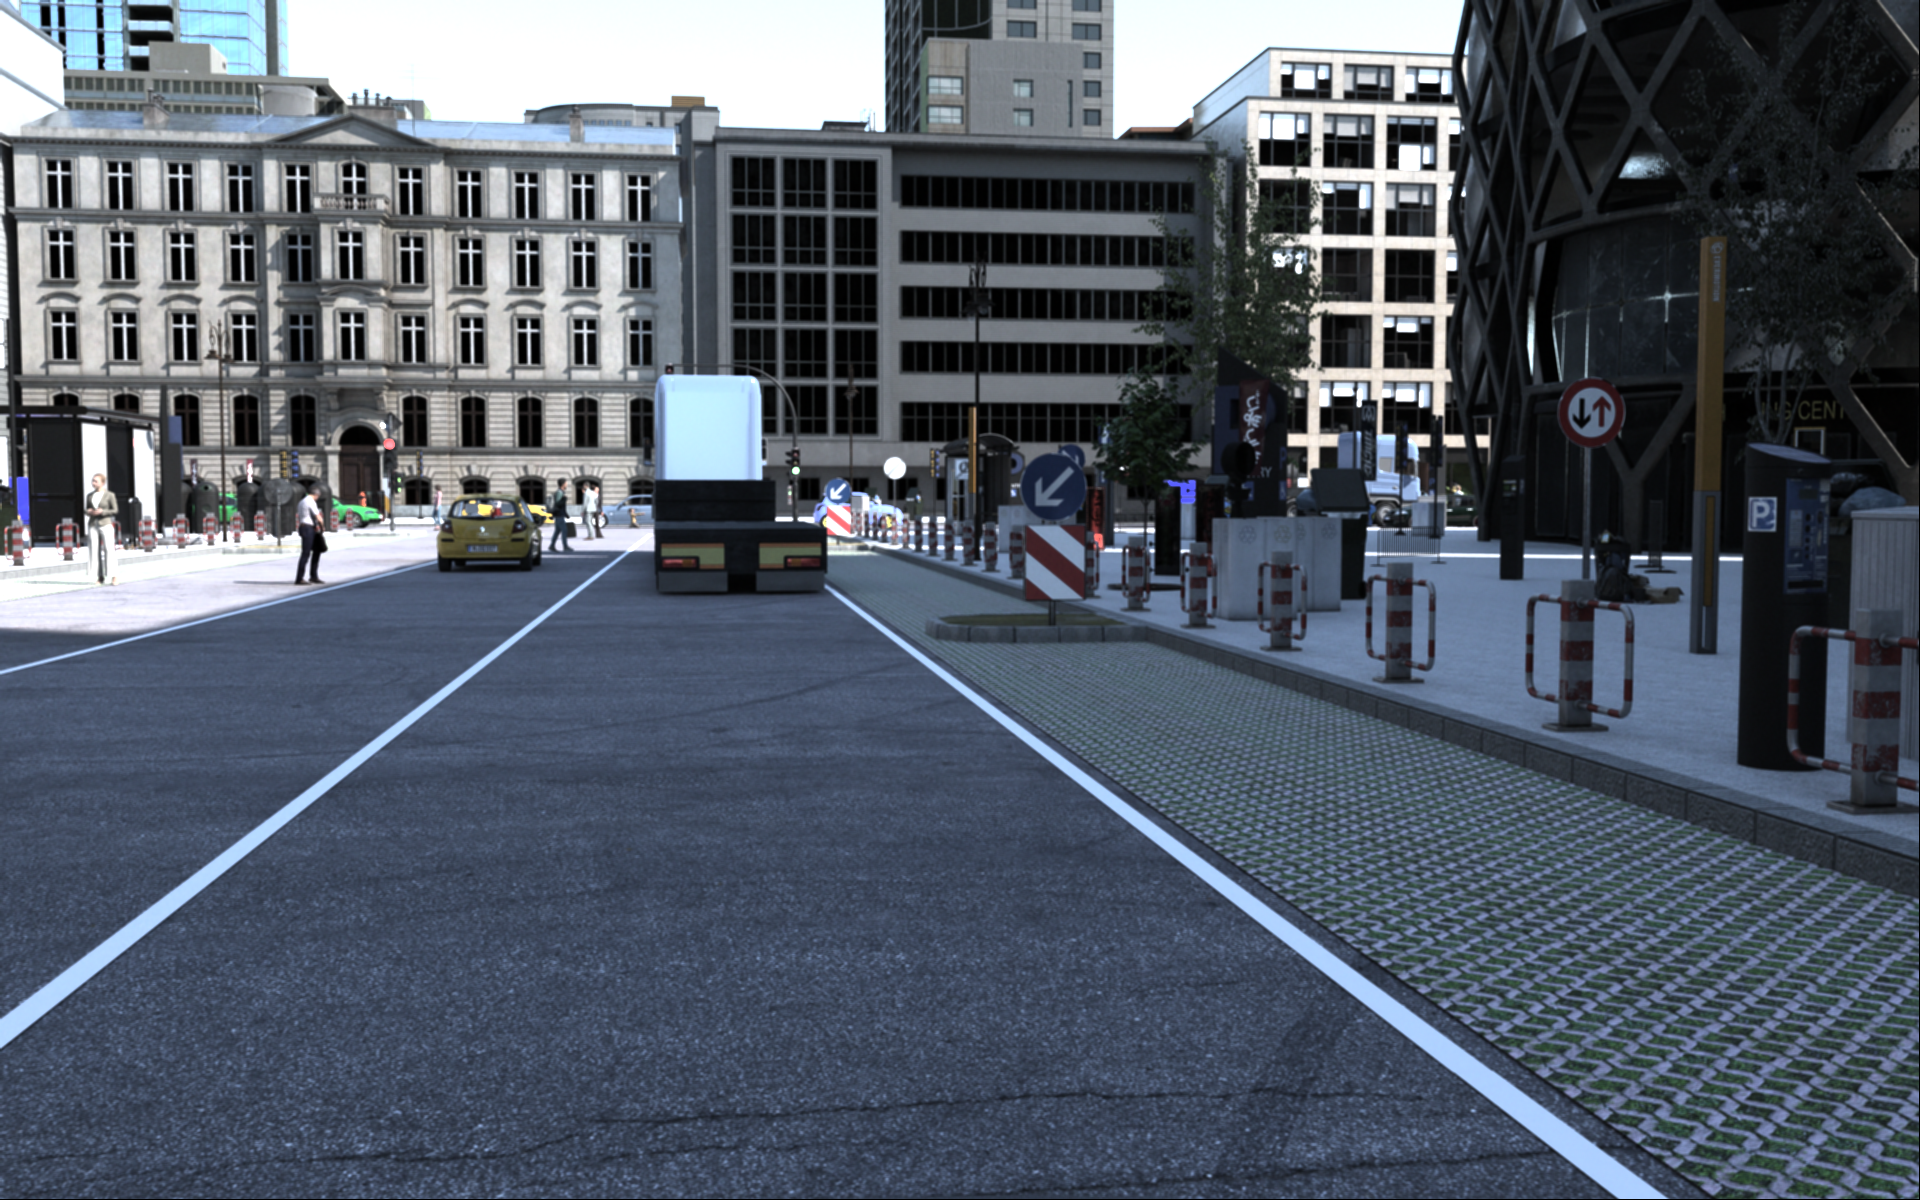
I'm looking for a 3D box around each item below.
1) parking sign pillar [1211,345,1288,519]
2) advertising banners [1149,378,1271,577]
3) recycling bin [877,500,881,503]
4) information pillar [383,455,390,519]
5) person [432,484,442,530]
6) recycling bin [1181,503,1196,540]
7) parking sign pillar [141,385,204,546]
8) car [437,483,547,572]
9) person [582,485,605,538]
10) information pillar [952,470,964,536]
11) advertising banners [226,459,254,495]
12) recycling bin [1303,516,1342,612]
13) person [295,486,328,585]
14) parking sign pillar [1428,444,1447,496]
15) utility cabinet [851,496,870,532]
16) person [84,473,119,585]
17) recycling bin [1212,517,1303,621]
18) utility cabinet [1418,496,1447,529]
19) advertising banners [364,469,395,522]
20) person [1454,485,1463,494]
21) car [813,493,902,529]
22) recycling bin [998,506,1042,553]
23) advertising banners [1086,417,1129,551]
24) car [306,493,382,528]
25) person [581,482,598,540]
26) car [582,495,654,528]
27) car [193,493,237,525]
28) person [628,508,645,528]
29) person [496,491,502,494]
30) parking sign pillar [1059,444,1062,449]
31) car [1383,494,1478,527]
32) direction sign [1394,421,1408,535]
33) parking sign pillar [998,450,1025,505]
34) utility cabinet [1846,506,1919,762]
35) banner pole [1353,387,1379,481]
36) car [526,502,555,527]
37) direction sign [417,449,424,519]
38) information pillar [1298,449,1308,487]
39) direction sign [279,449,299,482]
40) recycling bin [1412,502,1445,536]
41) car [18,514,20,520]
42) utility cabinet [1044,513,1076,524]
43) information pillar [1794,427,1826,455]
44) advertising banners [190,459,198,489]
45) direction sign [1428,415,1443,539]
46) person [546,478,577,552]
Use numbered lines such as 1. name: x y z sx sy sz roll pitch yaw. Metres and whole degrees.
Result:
1. parking sign pillar: 5.181 -2.604 31.040 1.447 3.967 1.447 2 4 31
2. advertising banners: 3.842 -1.869 26.747 2.074 3.025 0.090 3 4 37
3. recycling bin: -4.028 -4.104 79.655 0.722 1.027 0.722 0 4 -7
4. information pillar: -29.614 -6.011 89.634 0.504 3.616 0.183 1 4 15
5. person: -20.693 -3.671 68.524 0.388 1.821 0.555 -3 4 -36
6. recycling bin: 6.602 -2.219 48.830 0.722 1.027 0.722 -2 4 -29
7. parking sign pillar: -19.772 -3.358 43.380 1.447 3.967 1.447 -2 4 -27
8. car: -9.056 -1.425 33.517 2.015 1.641 3.980 -1 4 -10
9. person: -11.920 -2.871 56.238 0.445 1.727 0.742 2 4 23
10. information pillar: -0.032 -2.957 52.841 0.304 2.012 0.304 -3 5 -40
11. advertising banners: -35.507 -5.463 85.512 0.090 3.025 2.074 1 4 14
12. recycling bin: 3.746 -0.405 19.176 0.722 1.027 0.722 -1 4 -15
13. person: -10.348 -1.030 27.554 0.590 1.554 0.614 -3 5 -43
14. parking sign pillar: 25.817 -6.435 93.681 1.447 3.967 1.447 3 5 40
15. utility cabinet: -3.398 -2.934 59.133 0.306 1.237 1.020 -2 4 -25
16. person: -13.549 -1.114 27.266 0.519 1.759 0.362 0 4 0
17. recycling bin: 3.037 -0.325 17.871 0.722 1.027 0.722 0 4 -8
18. utility cabinet: 17.454 -3.235 64.052 1.020 1.237 0.306 1 4 12
19. advertising banners: -26.666 -5.105 79.647 2.074 3.025 0.090 2 4 30
20. person: 20.370 -3.802 70.893 0.641 1.798 0.478 -3 4 -36
21. car: -4.155 -3.751 70.926 3.694 1.707 1.945 -1 4 -8
22. recycling bin: 1.317 -1.551 37.921 0.722 1.027 0.722 3 4 39
23. advertising banners: 3.034 -2.625 39.114 2.074 3.025 0.090 -2 4 -25
24. car: -26.780 -3.917 72.840 4.718 1.807 1.959 0 4 -7
25. person: -11.576 -2.778 54.021 0.391 1.810 0.635 1 4 12
26. car: -13.812 -3.772 73.673 4.499 1.417 2.014 -1 4 -9
27. car: -29.710 -3.753 70.164 4.718 1.807 1.959 0 4 -8
28. person: -13.498 -3.416 72.281 0.695 0.859 0.347 0 4 -5
29. person: -16.061 -3.007 60.131 0.387 1.526 0.523 3 5 39
30. parking sign pillar: 5.595 -6.374 92.693 1.447 3.967 1.447 -2 4 -32
31. car: 18.789 -3.564 68.050 4.222 1.686 2.009 0 4 -6
32. direction sign: 13.747 -3.791 53.982 0.379 3.537 0.876 -1 4 -10
33. parking sign pillar: 2.445 -5.714 81.901 1.447 3.967 1.447 -1 4 -10
34. utility cabinet: 4.722 0.166 8.452 0.306 1.237 1.020 0 4 0
35. banner pole: 9.420 -3.089 40.526 0.863 3.779 0.401 -1 4 -23
36. car: -19.552 -3.952 74.839 3.980 1.641 2.015 -1 4 -10
37. direction sign: -27.336 -5.851 87.663 0.379 3.537 0.876 0 4 -2
38. information pillar: 17.721 -6.004 89.515 0.504 3.616 0.183 0 4 1
39. direction sign: -33.934 -5.851 87.664 0.876 3.537 0.379 -1 4 -22
40. recycling bin: 14.351 -2.479 53.090 0.722 1.027 0.722 -2 4 -32
41. car: -34.945 -3.056 60.185 3.980 1.641 2.015 0 4 -7
42. utility cabinet: 1.601 -1.012 27.713 0.306 1.237 1.020 1 4 17
43. information pillar: 9.394 -0.899 19.196 0.304 2.012 0.304 2 4 28
44. advertising banners: -37.481 -5.495 86.026 2.074 3.025 0.090 2 4 26
45. direction sign: 13.694 -3.537 49.823 0.379 3.537 0.876 3 4 36
46. person: -9.735 -2.070 42.323 0.713 1.824 0.794 0 4 5
